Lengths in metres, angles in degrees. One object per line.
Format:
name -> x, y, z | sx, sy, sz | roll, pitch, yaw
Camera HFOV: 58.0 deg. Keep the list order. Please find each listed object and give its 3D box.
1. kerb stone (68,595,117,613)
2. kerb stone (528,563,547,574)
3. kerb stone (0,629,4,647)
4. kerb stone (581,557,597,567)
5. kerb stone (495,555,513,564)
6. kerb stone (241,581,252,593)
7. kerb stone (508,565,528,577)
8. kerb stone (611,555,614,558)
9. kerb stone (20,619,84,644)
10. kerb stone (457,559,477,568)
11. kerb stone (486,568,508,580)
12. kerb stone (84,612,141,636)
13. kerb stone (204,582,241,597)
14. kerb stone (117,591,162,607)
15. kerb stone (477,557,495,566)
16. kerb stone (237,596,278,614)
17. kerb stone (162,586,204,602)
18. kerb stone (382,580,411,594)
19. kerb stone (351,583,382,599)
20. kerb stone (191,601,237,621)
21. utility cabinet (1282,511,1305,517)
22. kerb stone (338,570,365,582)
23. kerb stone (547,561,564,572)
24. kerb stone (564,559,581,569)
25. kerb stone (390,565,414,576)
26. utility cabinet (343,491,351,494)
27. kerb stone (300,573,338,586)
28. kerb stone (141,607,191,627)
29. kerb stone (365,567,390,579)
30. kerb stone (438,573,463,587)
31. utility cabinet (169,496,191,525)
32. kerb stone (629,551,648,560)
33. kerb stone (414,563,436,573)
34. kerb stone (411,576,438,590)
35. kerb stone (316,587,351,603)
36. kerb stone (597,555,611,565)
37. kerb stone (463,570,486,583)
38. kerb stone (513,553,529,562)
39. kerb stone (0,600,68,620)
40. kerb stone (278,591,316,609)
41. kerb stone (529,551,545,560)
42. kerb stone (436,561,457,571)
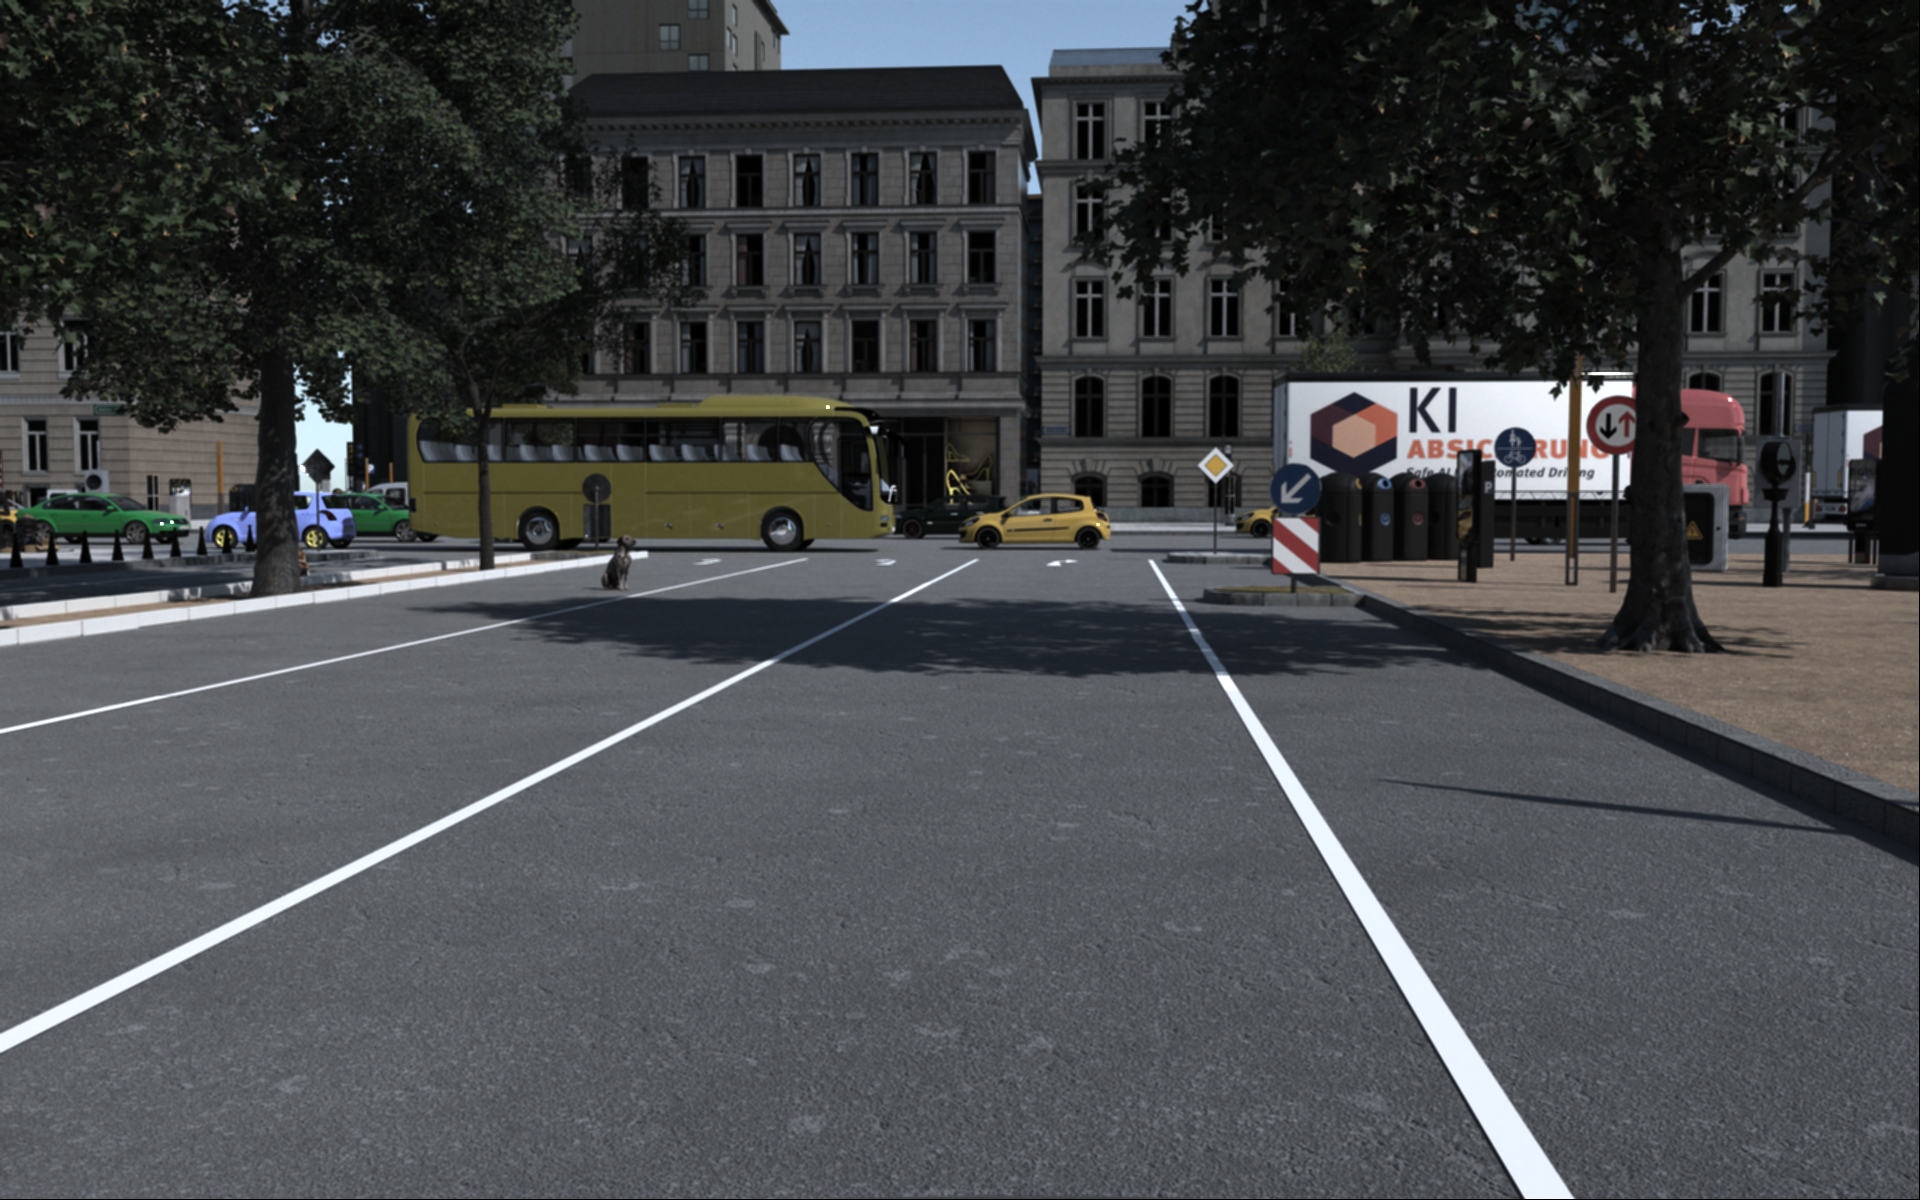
kerb stone -> -10.724, 0.057, 21.271 | 0.120, 0.150, 1.000 | 0, 4, 5
kerb stone -> -7.742, -0.556, 31.340 | 0.120, 0.150, 1.000 | 0, 4, 5
kerb stone -> -9.069, 0.381, 15.973 | 0.120, 0.150, 1.000 | 0, 4, 5
kerb stone -> -7.478, -0.747, 34.408 | 0.120, 0.150, 1.000 | 0, 4, 5
kerb stone -> -9.488, -0.822, 35.635 | 0.120, 0.150, 1.000 | 0, 4, 5
kerb stone -> -10.373, -0.195, 25.383 | 0.120, 0.150, 1.000 | 0, 4, 5
kerb stone -> -7.829, -0.497, 30.316 | 0.120, 0.150, 1.000 | 0, 4, 5
kerb stone -> -7.310, -0.872, 36.455 | 0.120, 0.150, 1.000 | 0, 4, 5
kerb stone -> -8.978, 0.318, 16.994 | 0.120, 0.150, 1.000 | 0, 4, 5
kerb stone -> -9.664, -0.690, 33.589 | 0.120, 0.150, 1.000 | 0, 4, 5
kerb stone -> -7.923, -0.434, 29.286 | 0.120, 0.150, 1.000 | 0, 4, 5
kerb stone -> -8.885, 0.255, 18.023 | 0.120, 0.150, 1.000 | 0, 4, 5
kerb stone -> -10.457, -0.132, 24.356 | 0.120, 0.150, 1.000 | 0, 4, 5
kerb stone -> -10.639, -0.001, 22.293 | 0.120, 0.150, 1.000 | 0, 4, 5
kerb stone -> -9.572, -0.753, 34.613 | 0.120, 0.150, 1.000 | 0, 4, 5
kerb stone -> -8.631, 0.069, 21.087 | 0.120, 0.150, 1.000 | 0, 4, 5
kerb stone -> -10.541, -0.066, 23.325 | 0.120, 0.150, 1.000 | 0, 4, 5
kerb stone -> -8.277, -0.183, 25.194 | 0.120, 0.150, 1.000 | 0, 4, 5
kerb stone -> -8.362, -0.120, 24.159 | 0.120, 0.150, 1.000 | 0, 4, 5
kerb stone -> -8.719, 0.137, 20.066 | 0.120, 0.150, 1.000 | 0, 4, 5
utility cabinet -> 7.122, -1.584, 37.053 | 0.306, 1.237, 1.020 | 0, 4, -1
kerb stone -> -10.092, -0.382, 28.458 | 0.120, 0.150, 1.000 | 0, 4, 5
kerb stone -> -7.659, -0.622, 32.362 | 0.120, 0.150, 1.000 | 0, 4, 5
kerb stone -> -7.571, -0.681, 33.386 | 0.120, 0.150, 1.000 | 0, 4, 5
kerb stone -> -9.929, -0.507, 30.512 | 0.120, 0.150, 1.000 | 0, 4, 5
utility cabinet -> -40.257, -6.425, 113.731 | 0.318, 1.500, 1.173 | -2, 4, -32
kerb stone -> -10.182, -0.321, 27.437 | 0.120, 0.150, 1.000 | 0, 4, 5
kerb stone -> -8.811, 0.193, 19.045 | 0.120, 0.150, 1.000 | 0, 4, 5
kerb stone -> -10.010, -0.446, 29.479 | 0.120, 0.150, 1.000 | 0, 4, 5
kerb stone -> -8.097, -0.307, 27.240 | 0.120, 0.150, 1.000 | 0, 4, 5
utility cabinet -> -30.042, -3.399, 66.730 | 0.306, 1.237, 1.020 | 0, 4, 5
kerb stone -> -7.130, -0.996, 38.497 | 0.120, 0.150, 1.000 | 0, 4, 5
kerb stone -> -9.842, -0.571, 31.537 | 0.120, 0.150, 1.000 | 0, 4, 5
kerb stone -> -8.189, -0.242, 26.216 | 0.120, 0.150, 1.000 | 0, 4, 5
kerb stone -> -8.449, -0.057, 23.133 | 0.120, 0.150, 1.000 | 0, 4, 5
kerb stone -> -7.394, -0.809, 35.429 | 0.120, 0.150, 1.000 | 0, 4, 5
kerb stone -> -8.011, -0.371, 28.262 | 0.120, 0.150, 1.000 | 0, 4, 5
kerb stone -> -9.393, -0.884, 36.655 | 0.120, 0.150, 1.000 | 0, 4, 5
kerb stone -> -10.809, 0.121, 20.235 | 0.120, 0.150, 1.000 | 0, 4, 5
kerb stone -> -8.547, 0.006, 22.108 | 0.120, 0.150, 1.000 | 0, 4, 5
kerb stone -> -9.308, -0.947, 37.676 | 0.120, 0.150, 1.000 | 0, 4, 5
kerb stone -> -9.753, -0.634, 32.562 | 0.120, 0.150, 1.000 | 0, 4, 5
